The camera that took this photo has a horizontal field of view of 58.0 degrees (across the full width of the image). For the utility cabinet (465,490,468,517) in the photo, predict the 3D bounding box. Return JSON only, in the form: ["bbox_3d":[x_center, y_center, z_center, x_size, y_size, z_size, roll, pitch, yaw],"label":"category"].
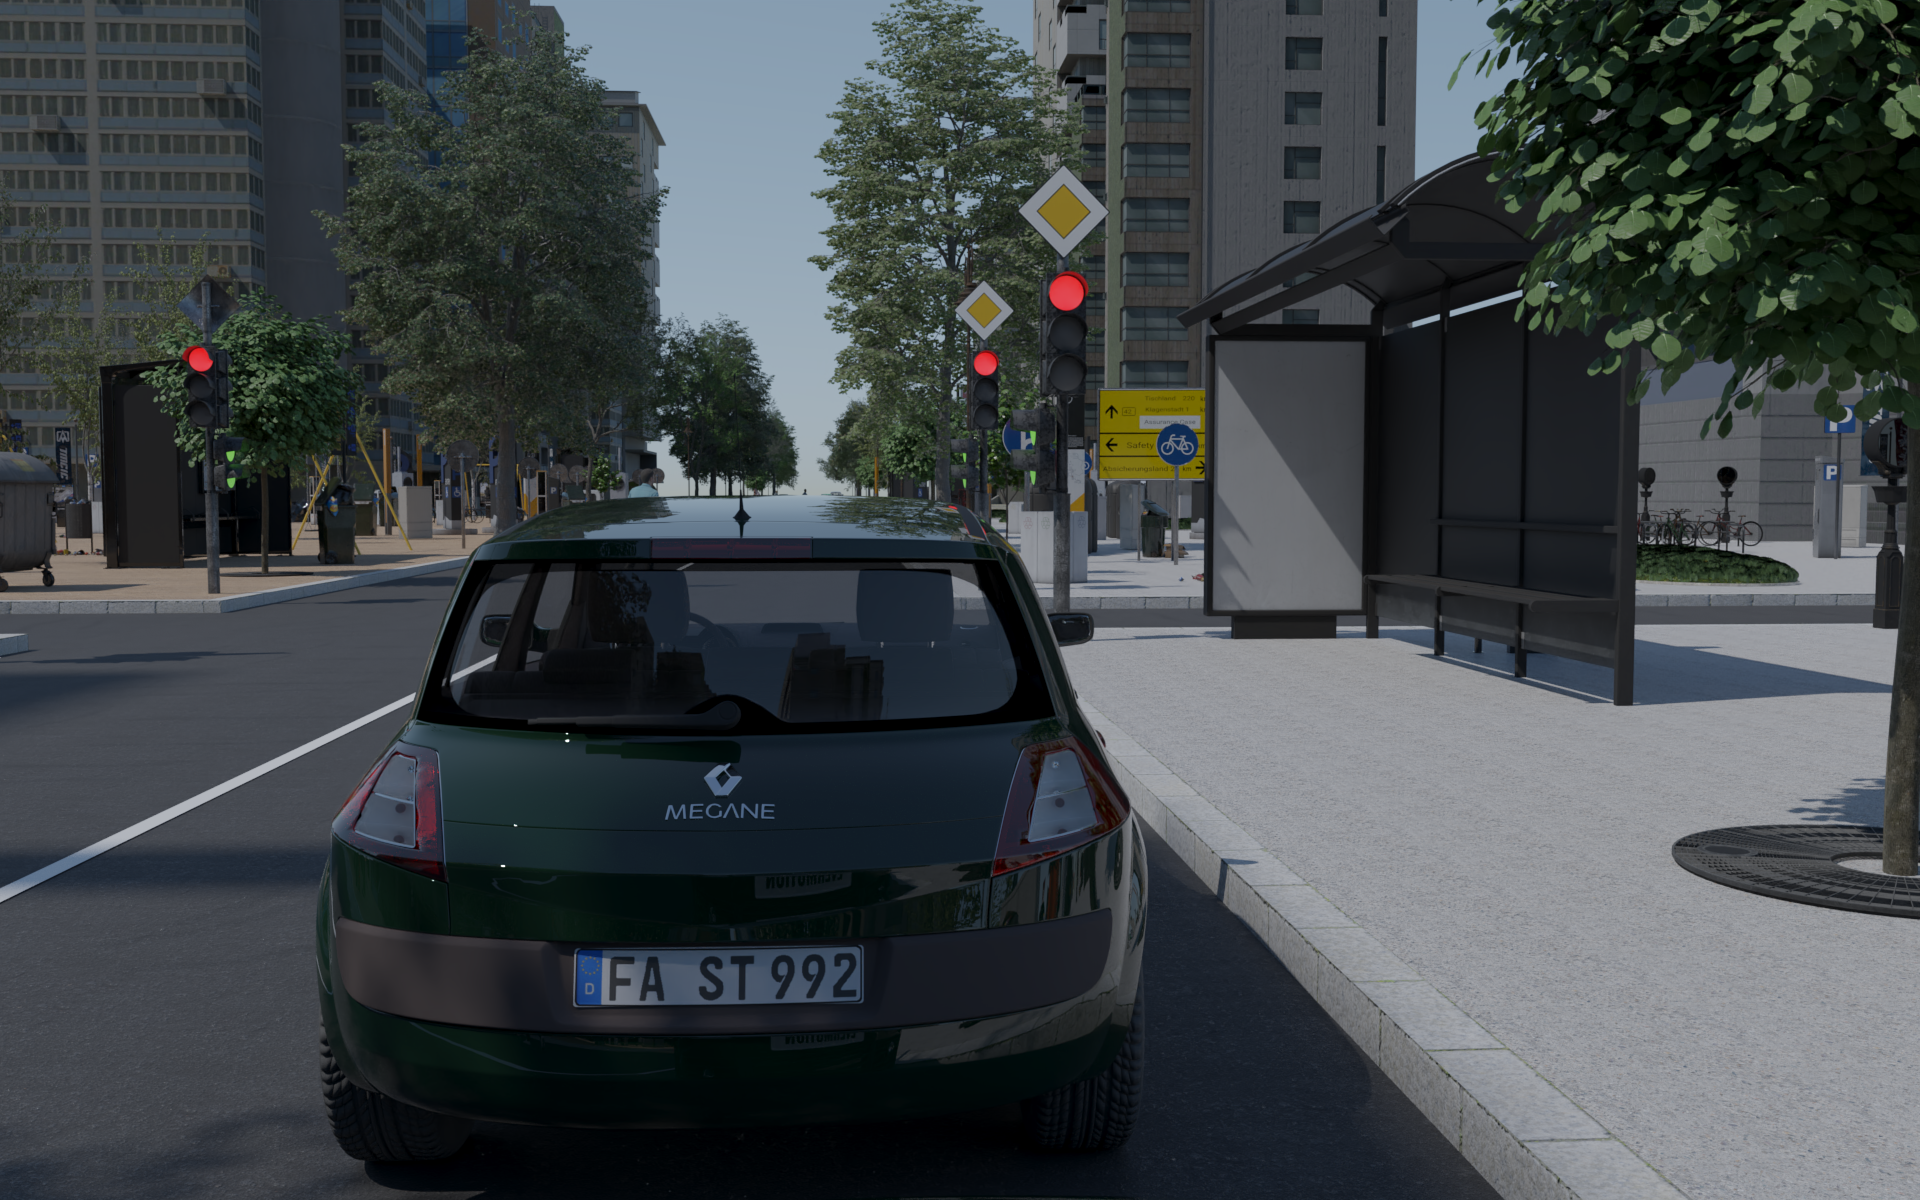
[{"bbox_3d":[-27.581,-5.318,95.635,0.318,1.500,1.173,-3,5,-40],"label":"utility cabinet"}]

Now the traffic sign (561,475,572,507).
[{"bbox_3d":[-18.636,-4.962,81.134,0.884,2.594,0.081,0,4,4],"label":"traffic sign"}]

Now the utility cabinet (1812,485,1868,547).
[{"bbox_3d":[21.178,-2.020,41.700,0.318,1.500,1.173,-2,4,-31],"label":"utility cabinet"}]

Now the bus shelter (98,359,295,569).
[{"bbox_3d":[-14.102,-2.534,32.707,1.731,3.624,6.357,0,4,-4],"label":"bus shelter"}]

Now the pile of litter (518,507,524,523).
[{"bbox_3d":[-15.892,-3.021,63.352,1.176,0.858,1.719,1,4,9],"label":"pile of litter"}]

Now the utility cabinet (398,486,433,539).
[{"bbox_3d":[-15.476,-2.478,49.194,0.318,1.500,1.173,1,4,18],"label":"utility cabinet"}]

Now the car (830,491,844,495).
[{"bbox_3d":[-17.815,-14.659,248.343,2.281,1.827,5.304,0,4,-5],"label":"car"}]

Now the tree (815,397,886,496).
[{"bbox_3d":[-12.037,-17.631,205.269,9.611,12.733,9.660,0,3,0],"label":"tree"}]

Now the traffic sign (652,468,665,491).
[{"bbox_3d":[-14.749,-5.151,84.331,0.768,2.556,0.104,0,4,3],"label":"traffic sign"}]

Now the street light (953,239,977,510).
[{"bbox_3d":[0.157,-3.597,31.593,0.468,5.910,1.993,0,4,-4],"label":"street light"}]

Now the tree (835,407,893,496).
[{"bbox_3d":[-9.780,-15.143,182.007,7.601,10.594,8.767,-3,4,-36],"label":"tree"}]

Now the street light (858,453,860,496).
[{"bbox_3d":[-9.909,-12.279,173.553,0.468,5.910,1.993,0,4,-4],"label":"street light"}]

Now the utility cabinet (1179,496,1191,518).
[{"bbox_3d":[9.761,-3.907,75.041,1.020,1.237,0.306,-3,5,-43],"label":"utility cabinet"}]

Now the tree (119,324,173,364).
[{"bbox_3d":[-34.909,-7.567,74.090,4.360,8.622,3.978,0,3,0],"label":"tree"}]

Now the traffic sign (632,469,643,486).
[{"bbox_3d":[-16.271,-5.372,87.942,0.768,2.556,0.104,0,4,1],"label":"traffic sign"}]

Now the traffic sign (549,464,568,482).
[{"bbox_3d":[-16.861,-4.444,72.765,0.768,2.556,0.104,0,4,-1],"label":"traffic sign"}]

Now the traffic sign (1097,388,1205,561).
[{"bbox_3d":[3.767,-2.406,33.216,2.265,3.308,0.079,0,4,3],"label":"traffic sign"}]

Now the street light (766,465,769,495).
[{"bbox_3d":[-23.784,-14.804,214.835,0.468,5.910,1.993,0,4,-4],"label":"street light"}]

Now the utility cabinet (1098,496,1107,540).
[{"bbox_3d":[3.676,-2.267,48.229,0.306,1.237,1.020,3,5,39],"label":"utility cabinet"}]

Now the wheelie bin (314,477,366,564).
[{"bbox_3d":[-11.467,-1.466,31.869,0.693,1.594,0.980,-2,4,-32],"label":"wheelie bin"}]

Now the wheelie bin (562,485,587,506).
[{"bbox_3d":[-14.074,-3.369,62.998,0.980,1.594,0.693,-3,4,-37],"label":"wheelie bin"}]

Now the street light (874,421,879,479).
[{"bbox_3d":[-5.241,-8.214,107.091,0.468,5.910,1.993,0,4,-4],"label":"street light"}]

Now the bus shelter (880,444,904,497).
[{"bbox_3d":[-2.744,-5.427,80.018,1.731,3.624,6.357,0,4,-4],"label":"bus shelter"}]

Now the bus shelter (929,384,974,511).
[{"bbox_3d":[-0.155,-5.088,60.816,2.179,5.291,8.768,0,4,-4],"label":"bus shelter"}]

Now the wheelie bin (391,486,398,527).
[{"bbox_3d":[-22.582,-3.706,68.493,0.980,1.594,0.693,0,4,1],"label":"wheelie bin"}]

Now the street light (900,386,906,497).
[{"bbox_3d":[-2.166,-5.604,64.416,0.468,5.910,1.993,0,4,-4],"label":"street light"}]

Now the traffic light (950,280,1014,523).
[{"bbox_3d":[0.295,-2.079,22.910,0.839,4.253,0.868,0,4,-4],"label":"traffic light"}]

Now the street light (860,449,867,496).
[{"bbox_3d":[-7.594,-10.238,140.180,0.468,5.910,1.993,0,4,-4],"label":"street light"}]

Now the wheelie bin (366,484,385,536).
[{"bbox_3d":[-18.234,-2.759,53.023,0.980,1.594,0.693,0,4,-2],"label":"wheelie bin"}]

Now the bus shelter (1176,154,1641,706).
[{"bbox_3d":[3.129,-1.153,12.783,2.014,3.302,5.546,0,4,-4],"label":"bus shelter"}]

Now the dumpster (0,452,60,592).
[{"bbox_3d":[-13.069,-1.065,23.180,1.264,1.857,1.865,0,4,-4],"label":"dumpster"}]

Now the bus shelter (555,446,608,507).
[{"bbox_3d":[-18.575,-5.748,85.267,1.731,3.624,6.357,0,4,-4],"label":"bus shelter"}]

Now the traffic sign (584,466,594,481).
[{"bbox_3d":[-16.490,-4.717,77.235,0.768,2.556,0.104,0,4,-1],"label":"traffic sign"}]

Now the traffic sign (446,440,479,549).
[{"bbox_3d":[-11.665,-2.479,40.636,0.768,2.556,0.104,0,4,-1],"label":"traffic sign"}]

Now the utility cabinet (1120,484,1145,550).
[{"bbox_3d":[3.982,-1.914,39.981,0.318,1.500,1.173,0,4,-8],"label":"utility cabinet"}]

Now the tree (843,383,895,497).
[{"bbox_3d":[-4.478,-9.327,102.851,4.737,8.622,4.395,0,3,0],"label":"tree"}]

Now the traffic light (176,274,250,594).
[{"bbox_3d":[-9.590,-2.035,22.192,0.839,4.253,0.868,0,4,-4],"label":"traffic light"}]

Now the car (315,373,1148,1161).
[{"bbox_3d":[-0.534,0.283,5.153,2.009,1.686,4.222,0,4,-3],"label":"car"}]

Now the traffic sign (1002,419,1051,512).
[{"bbox_3d":[1.040,-1.635,26.835,0.768,2.556,0.104,0,4,1],"label":"traffic sign"}]

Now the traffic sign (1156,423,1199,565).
[{"bbox_3d":[3.905,-1.903,31.227,0.768,2.556,0.104,0,4,-2],"label":"traffic sign"}]

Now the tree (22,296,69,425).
[{"bbox_3d":[-30.082,-6.721,60.256,4.737,8.622,4.395,0,3,0],"label":"tree"}]

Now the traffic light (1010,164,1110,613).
[{"bbox_3d":[0.864,-1.592,14.945,0.839,4.253,0.868,0,4,-4],"label":"traffic light"}]

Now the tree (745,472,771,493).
[{"bbox_3d":[-22.560,-12.744,192.082,4.285,4.588,4.351,0,3,0],"label":"tree"}]

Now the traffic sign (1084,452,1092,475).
[{"bbox_3d":[3.449,-3.069,50.286,0.768,2.556,0.104,0,4,2],"label":"traffic sign"}]

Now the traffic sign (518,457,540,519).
[{"bbox_3d":[-14.743,-3.617,59.237,0.768,2.556,0.104,0,4,-1],"label":"traffic sign"}]

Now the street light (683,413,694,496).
[{"bbox_3d":[-15.490,-7.716,98.942,0.468,5.910,1.993,0,4,-4],"label":"street light"}]

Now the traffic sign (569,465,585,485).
[{"bbox_3d":[-16.864,-4.665,76.381,0.768,2.556,0.104,0,4,1],"label":"traffic sign"}]
